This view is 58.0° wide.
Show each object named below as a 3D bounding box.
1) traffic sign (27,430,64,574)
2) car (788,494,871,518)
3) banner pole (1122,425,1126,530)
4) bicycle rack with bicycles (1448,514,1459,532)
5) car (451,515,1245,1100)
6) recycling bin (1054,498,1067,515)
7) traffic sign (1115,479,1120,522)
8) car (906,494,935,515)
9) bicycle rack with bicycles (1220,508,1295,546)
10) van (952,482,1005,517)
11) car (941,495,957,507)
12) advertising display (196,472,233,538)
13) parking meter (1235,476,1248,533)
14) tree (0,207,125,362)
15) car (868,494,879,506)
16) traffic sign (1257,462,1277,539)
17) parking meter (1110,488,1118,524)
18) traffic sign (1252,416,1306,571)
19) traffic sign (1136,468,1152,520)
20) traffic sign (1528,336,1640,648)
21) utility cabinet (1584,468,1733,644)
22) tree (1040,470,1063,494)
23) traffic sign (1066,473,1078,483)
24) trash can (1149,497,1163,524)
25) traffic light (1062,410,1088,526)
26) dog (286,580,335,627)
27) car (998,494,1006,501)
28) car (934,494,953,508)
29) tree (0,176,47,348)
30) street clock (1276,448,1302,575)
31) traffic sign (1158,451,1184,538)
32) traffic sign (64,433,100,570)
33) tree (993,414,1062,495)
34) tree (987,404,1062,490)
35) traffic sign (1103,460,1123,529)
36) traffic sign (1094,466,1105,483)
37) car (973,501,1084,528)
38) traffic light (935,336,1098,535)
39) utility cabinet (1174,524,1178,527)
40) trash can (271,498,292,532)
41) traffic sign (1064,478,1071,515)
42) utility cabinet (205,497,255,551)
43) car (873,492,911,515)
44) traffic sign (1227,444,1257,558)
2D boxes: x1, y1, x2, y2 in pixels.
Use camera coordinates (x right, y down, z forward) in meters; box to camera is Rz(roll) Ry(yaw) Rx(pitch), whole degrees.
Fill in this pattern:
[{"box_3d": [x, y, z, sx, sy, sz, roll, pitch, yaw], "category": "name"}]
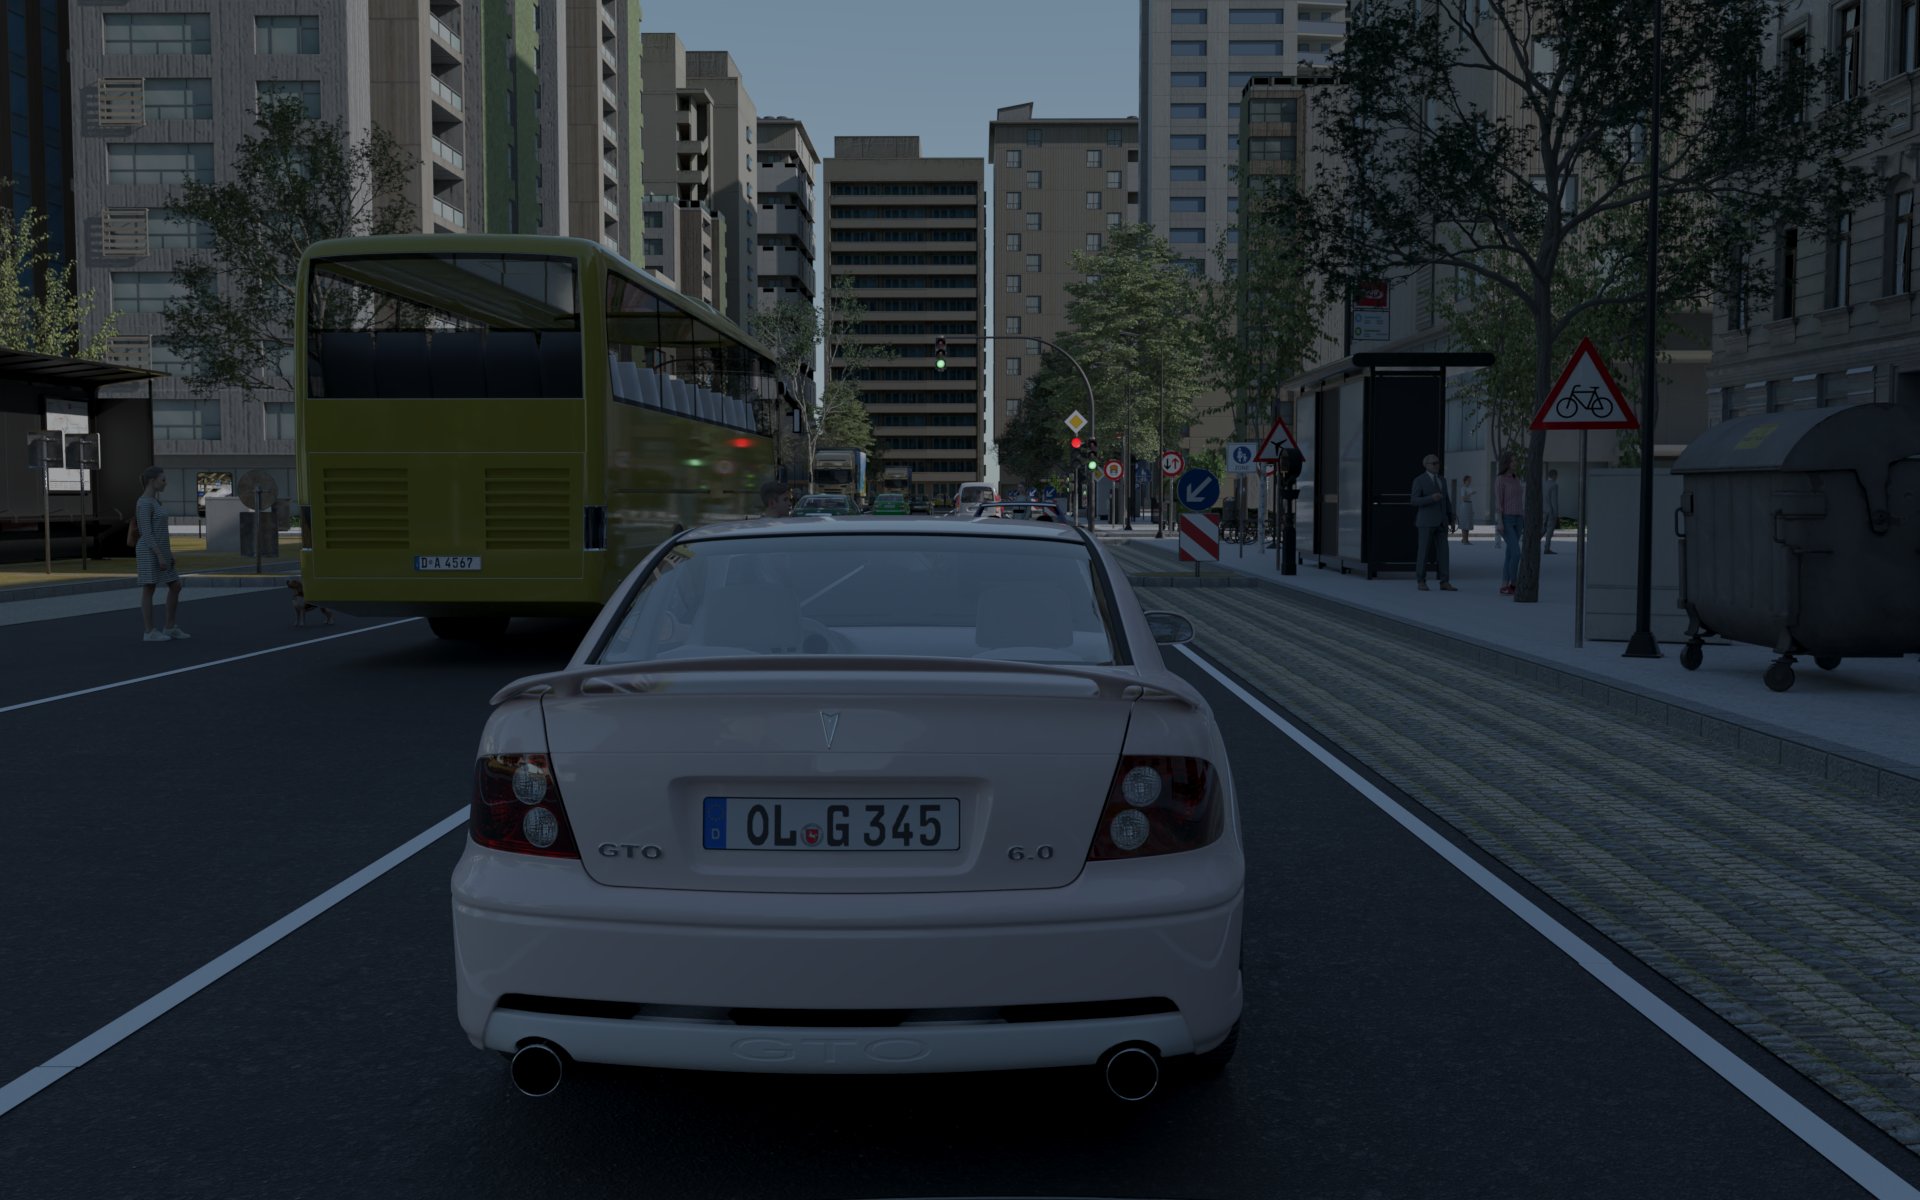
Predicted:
[{"box_3d": [-14.617, -1.565, 27.709, 0.606, 2.300, 0.079, 0, 4, 7], "category": "traffic sign"}, {"box_3d": [-3.448, -2.056, 45.420, 2.131, 1.459, 4.920, 0, 4, 2], "category": "car"}, {"box_3d": [5.915, -4.436, 62.543, 0.401, 3.779, 0.863, 0, 4, 7], "category": "banner pole"}, {"box_3d": [15.136, -2.769, 58.660, 2.852, 0.926, 2.925, -1, 4, -17], "category": "bicycle rack with bicycles"}, {"box_3d": [-0.208, 0.407, 5.715, 2.083, 1.381, 4.827, 0, 4, 1], "category": "car"}, {"box_3d": [6.167, -5.750, 106.569, 0.722, 1.027, 0.722, 0, 4, -7], "category": "recycling bin"}, {"box_3d": [7.158, -4.771, 78.106, 0.768, 2.556, 0.104, 0, 4, 7], "category": "traffic sign"}, {"box_3d": [-2.769, -6.659, 118.665, 2.009, 1.686, 4.222, 0, 4, 3], "category": "car"}, {"box_3d": [7.548, -1.893, 44.332, 2.925, 0.926, 2.852, -1, 4, -12], "category": "bicycle rack with bicycles"}, {"box_3d": [0.676, -3.472, 63.783, 2.013, 2.044, 4.112, 0, 4, 2], "category": "van"}, {"box_3d": [-1.361, -11.225, 196.110, 1.945, 1.354, 3.894, 0, 4, -1], "category": "car"}, {"box_3d": [-21.721, -2.771, 50.519, 0.974, 1.923, 0.123, -2, 4, -27], "category": "advertising display"}, {"box_3d": [9.289, -3.148, 57.178, 0.399, 1.863, 0.255, 0, 4, 6], "category": "parking meter"}, {"box_3d": [-23.927, -5.730, 44.054, 4.737, 8.622, 4.395, 0, 3, 0], "category": "tree"}, {"box_3d": [-9.481, -11.556, 197.743, 1.959, 1.807, 4.718, 0, 4, 2], "category": "car"}, {"box_3d": [8.770, -3.026, 49.581, 0.768, 2.556, 0.104, 0, 4, 7], "category": "traffic sign"}, {"box_3d": [6.536, -3.981, 73.502, 0.372, 1.533, 0.369, 0, 3, 0], "category": "parking meter"}, {"box_3d": [5.338, -1.774, 29.006, 0.884, 2.594, 0.081, 0, 4, 5], "category": "traffic sign"}, {"box_3d": [9.015, -5.195, 85.046, 0.768, 2.556, 0.104, 0, 4, 2], "category": "traffic sign"}, {"box_3d": [5.168, -0.880, 14.393, 0.884, 2.594, 0.081, 1, 4, 9], "category": "traffic sign"}, {"box_3d": [6.041, -0.383, 14.947, 1.173, 1.500, 0.318, 2, 4, 25], "category": "utility cabinet"}, {"box_3d": [7.756, -8.936, 140.702, 1.663, 3.219, 1.824, 0, 3, 0], "category": "tree"}, {"box_3d": [6.422, -6.011, 98.380, 0.768, 2.556, 0.104, 1, 4, 10], "category": "traffic sign"}, {"box_3d": [8.546, -3.863, 74.810, 0.748, 1.137, 0.748, 0, 3, 0], "category": "trash can"}, {"box_3d": [3.855, -4.221, 57.936, 0.839, 4.253, 0.868, 0, 4, 1], "category": "traffic light"}, {"box_3d": [-7.041, 0.026, 18.869, 0.406, 0.507, 0.540, 0, 4, -1], "category": "dog"}, {"box_3d": [1.836, -6.136, 109.370, 2.155, 1.783, 4.494, 0, 4, 1], "category": "car"}, {"box_3d": [-1.831, -10.727, 185.611, 2.015, 1.641, 3.980, 0, 4, 2], "category": "car"}, {"box_3d": [-21.899, -5.336, 37.614, 4.360, 8.622, 3.978, 0, 3, 0], "category": "tree"}, {"box_3d": [5.201, -1.392, 27.333, 0.358, 2.002, 0.471, -1, 4, -11], "category": "street clock"}, {"box_3d": [6.207, -3.108, 50.925, 0.768, 2.556, 0.104, 0, 4, 7], "category": "traffic sign"}, {"box_3d": [-14.783, -1.655, 29.189, 0.606, 2.300, 0.079, 0, 4, 5], "category": "traffic sign"}, {"box_3d": [7.606, -15.855, 193.645, 8.767, 10.594, 7.601, 1, 4, 12], "category": "tree"}, {"box_3d": [8.342, -18.140, 206.956, 12.009, 13.543, 11.850, 0, 3, 0], "category": "tree"}, {"box_3d": [5.687, -3.914, 64.098, 0.768, 2.556, 0.104, 0, 4, 1], "category": "traffic sign"}, {"box_3d": [6.315, -4.860, 79.188, 0.795, 2.593, 0.064, 0, 4, 7], "category": "traffic sign"}, {"box_3d": [0.863, -0.781, 25.343, 1.945, 1.354, 3.894, 0, 4, 2], "category": "car"}, {"box_3d": [1.673, -4.597, 49.834, 4.771, 5.953, 1.251, 0, 4, 1], "category": "traffic light"}, {"box_3d": [8.330, -3.602, 67.575, 0.318, 1.500, 1.173, 1, 4, 11], "category": "utility cabinet"}, {"box_3d": [-23.263, -2.915, 59.310, 0.748, 1.137, 0.748, 0, 3, 0], "category": "trash can"}, {"box_3d": [6.921, -6.631, 108.529, 0.768, 2.556, 0.104, 0, 4, 1], "category": "traffic sign"}, {"box_3d": [-16.455, -1.707, 39.070, 1.020, 1.237, 0.306, 0, 4, 3], "category": "utility cabinet"}, {"box_3d": [-3.533, -4.960, 89.888, 1.959, 1.807, 4.718, 0, 4, 1], "category": "car"}, {"box_3d": [5.626, -1.987, 34.613, 0.606, 2.300, 0.079, 0, 4, 5], "category": "traffic sign"}]
